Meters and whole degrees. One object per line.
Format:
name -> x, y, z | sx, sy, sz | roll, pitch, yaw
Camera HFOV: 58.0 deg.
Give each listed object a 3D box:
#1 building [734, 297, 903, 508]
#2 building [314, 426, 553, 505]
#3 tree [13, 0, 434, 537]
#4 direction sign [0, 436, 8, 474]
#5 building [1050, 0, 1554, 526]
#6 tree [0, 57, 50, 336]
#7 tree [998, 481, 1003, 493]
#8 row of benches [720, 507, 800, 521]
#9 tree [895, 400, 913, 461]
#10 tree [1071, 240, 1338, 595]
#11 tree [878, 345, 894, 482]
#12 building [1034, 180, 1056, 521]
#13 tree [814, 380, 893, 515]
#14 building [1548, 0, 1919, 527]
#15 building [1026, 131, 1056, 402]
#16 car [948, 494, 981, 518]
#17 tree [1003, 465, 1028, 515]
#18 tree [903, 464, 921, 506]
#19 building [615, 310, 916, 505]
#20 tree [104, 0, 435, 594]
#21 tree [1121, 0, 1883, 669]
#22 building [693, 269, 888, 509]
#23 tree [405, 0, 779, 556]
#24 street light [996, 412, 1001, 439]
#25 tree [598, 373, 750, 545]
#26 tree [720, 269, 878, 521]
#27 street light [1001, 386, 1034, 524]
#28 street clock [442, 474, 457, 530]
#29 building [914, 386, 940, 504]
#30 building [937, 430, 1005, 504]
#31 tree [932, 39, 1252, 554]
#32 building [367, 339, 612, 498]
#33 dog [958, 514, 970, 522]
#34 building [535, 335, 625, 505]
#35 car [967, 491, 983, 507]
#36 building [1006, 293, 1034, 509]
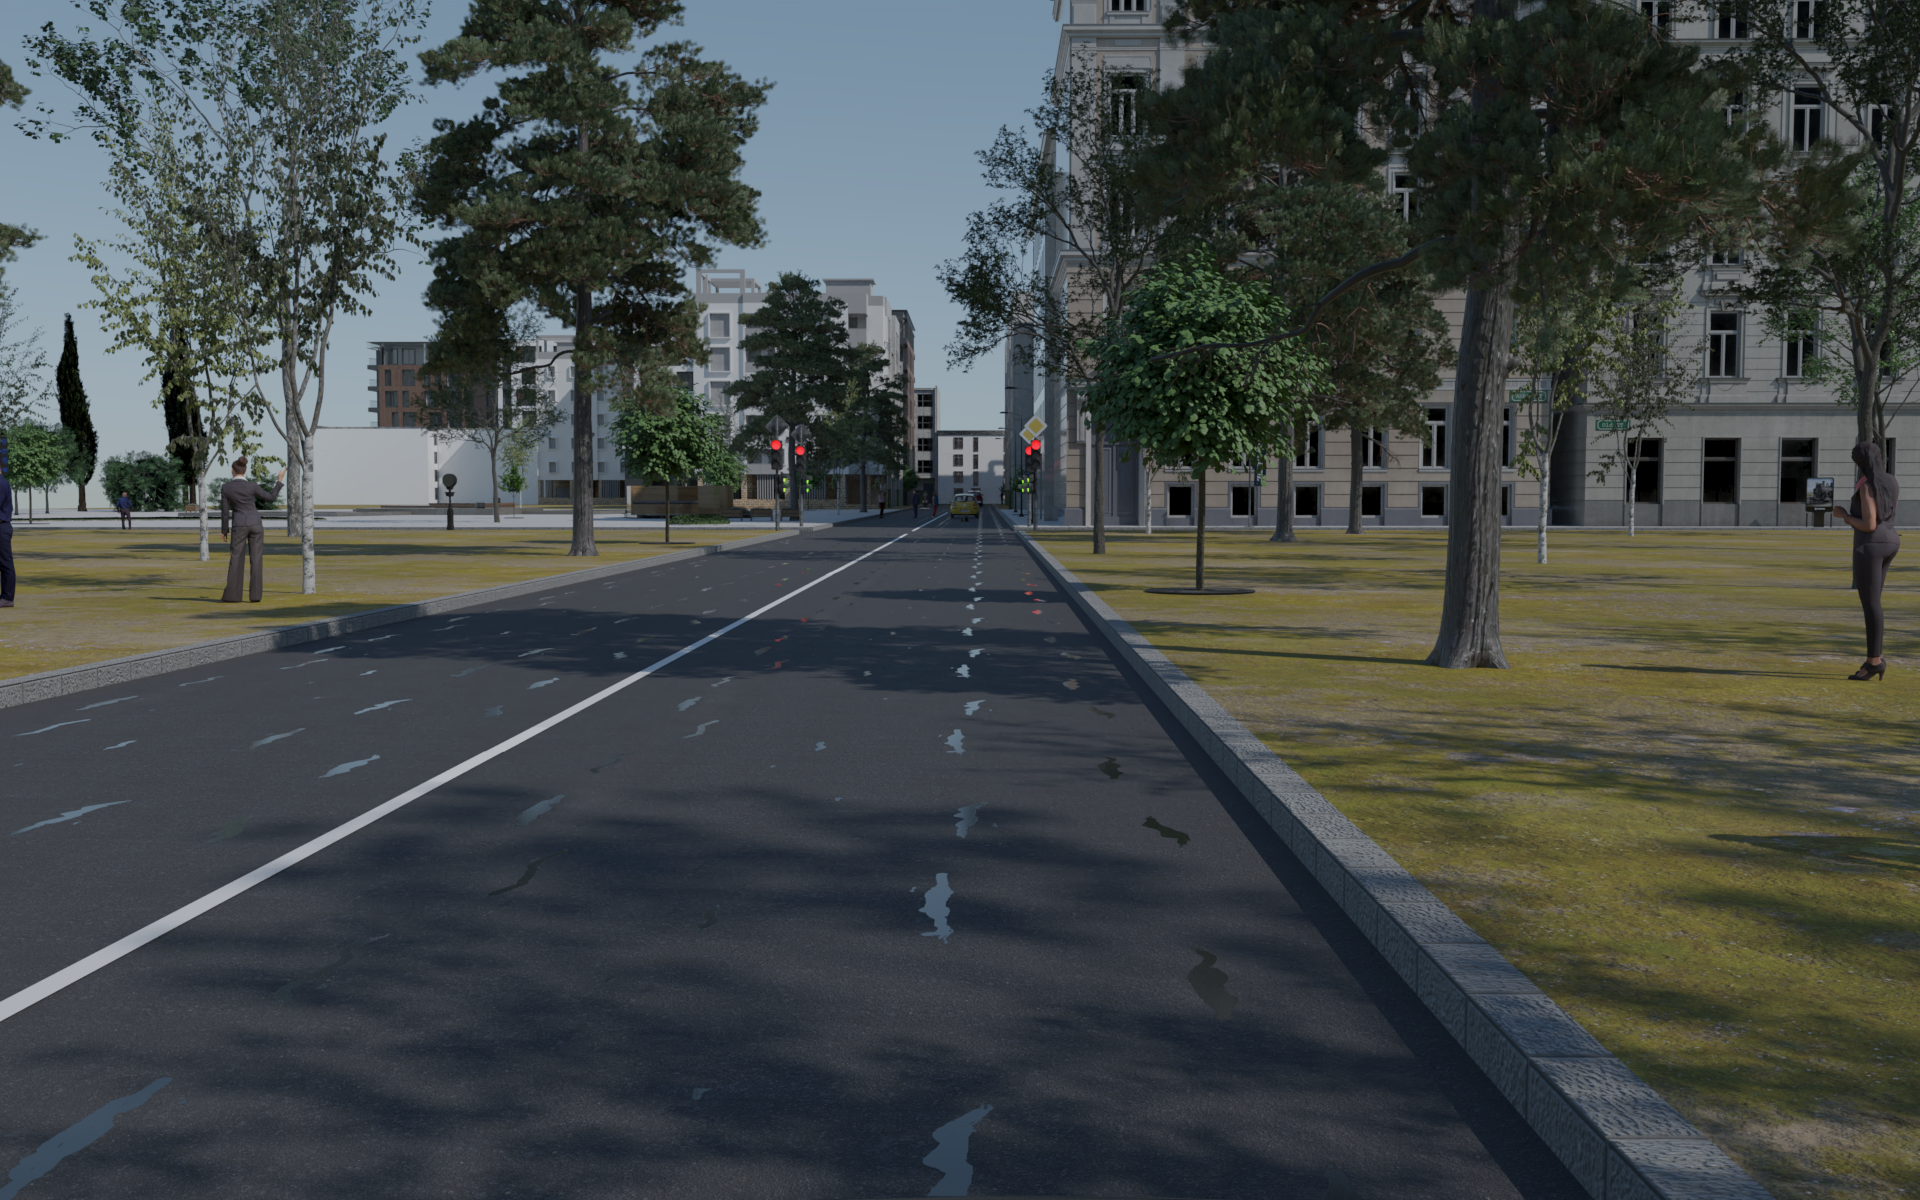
building -> -14.756, -18.654, 171.450 | 16.747, 18.905, 31.486 | 0, 4, 1
building -> -64.681, -16.707, 215.311 | 28.070, 9.664, 9.099 | 0, 4, 1
tree -> -20.339, -11.874, 50.034 | 12.611, 20.169, 13.585 | 0, 3, 0
direction sign -> -37.711, -4.638, 67.835 | 0.876, 3.537, 0.379 | 0, 4, -1
building -> 13.985, -17.658, 74.606 | 20.117, 28.700, 13.634 | 0, 4, 1
tree -> -22.222, -7.670, 32.836 | 7.806, 13.903, 7.818 | 0, 3, 0
tree -> 5.672, -13.848, 221.021 | 1.663, 3.219, 1.824 | 0, 3, 0
row of benches -> -9.410, -4.122, 82.854 | 4.104, 0.672, 1.422 | -1, 4, -9
tree -> -5.868, -11.130, 132.329 | 4.737, 8.622, 4.395 | 0, 3, 0
tree -> 3.176, -2.369, 22.442 | 4.285, 4.588, 4.351 | 0, 3, 0
tree -> -6.784, -12.161, 120.884 | 6.751, 12.117, 7.091 | 0, 3, 0
building -> 9.312, -14.414, 90.428 | 10.420, 20.320, 16.860 | 0, 4, 1
tree -> -7.243, -9.498, 105.647 | 4.737, 8.622, 4.395 | 0, 3, 0
building -> 46.151, -18.260, 74.961 | 44.131, 29.872, 17.030 | 0, 4, 1
building -> 13.641, -21.046, 120.521 | 17.030, 29.872, 44.131 | 0, 4, 1
car -> 0.266, -5.759, 104.378 | 2.015, 1.641, 3.980 | 0, 4, -1
tree -> 3.825, -6.783, 105.495 | 1.663, 3.219, 1.824 | 0, 3, 0
tree -> -5.922, -12.583, 189.450 | 4.285, 4.588, 4.351 | 0, 3, 0
building -> -21.982, -22.146, 206.054 | 32.646, 21.610, 27.936 | 0, 4, 1
tree -> -8.541, -4.396, 22.238 | 4.360, 8.622, 3.978 | 0, 3, 0
tree -> 3.909, -5.541, 12.651 | 6.751, 12.117, 7.091 | 0, 3, 0
building -> -14.176, -17.957, 150.010 | 16.016, 20.091, 11.380 | 0, 4, 1
tree -> -7.637, -7.856, 35.867 | 7.806, 13.903, 7.818 | 0, 3, 0
street light -> 2.925, -7.647, 97.577 | 1.470, 5.913, 1.316 | 0, 4, 1
tree -> -7.636, -3.721, 44.547 | 4.285, 4.588, 4.351 | 0, 3, 0
tree -> -8.026, -9.830, 82.779 | 6.751, 12.117, 7.091 | 0, 3, 0
street light -> 2.620, -6.255, 74.818 | 1.470, 5.913, 1.316 | 0, 4, 1
street clock -> -18.100, -3.480, 61.473 | 0.471, 2.002, 0.358 | 1, 4, 12
building -> -18.617, -22.625, 236.378 | 31.486, 18.905, 16.747 | 0, 4, 1
building -> 11.103, -17.728, 232.002 | 28.070, 9.664, 9.099 | 0, 4, 1
tree -> 2.742, -6.255, 36.678 | 8.767, 10.594, 7.601 | 3, 5, 43
building -> -62.934, -24.374, 242.482 | 32.646, 21.610, 27.936 | 0, 4, 1
dog -> 0.195, -4.261, 89.860 | 0.748, 0.427, 0.550 | 0, 4, -8
building -> -44.417, -21.752, 212.064 | 11.380, 20.091, 16.016 | 0, 4, 1
car -> 1.579, -11.648, 199.118 | 2.281, 1.827, 5.304 | 0, 4, -1
building -> 13.048, -17.934, 159.681 | 16.747, 18.905, 31.486 | 0, 4, 1
